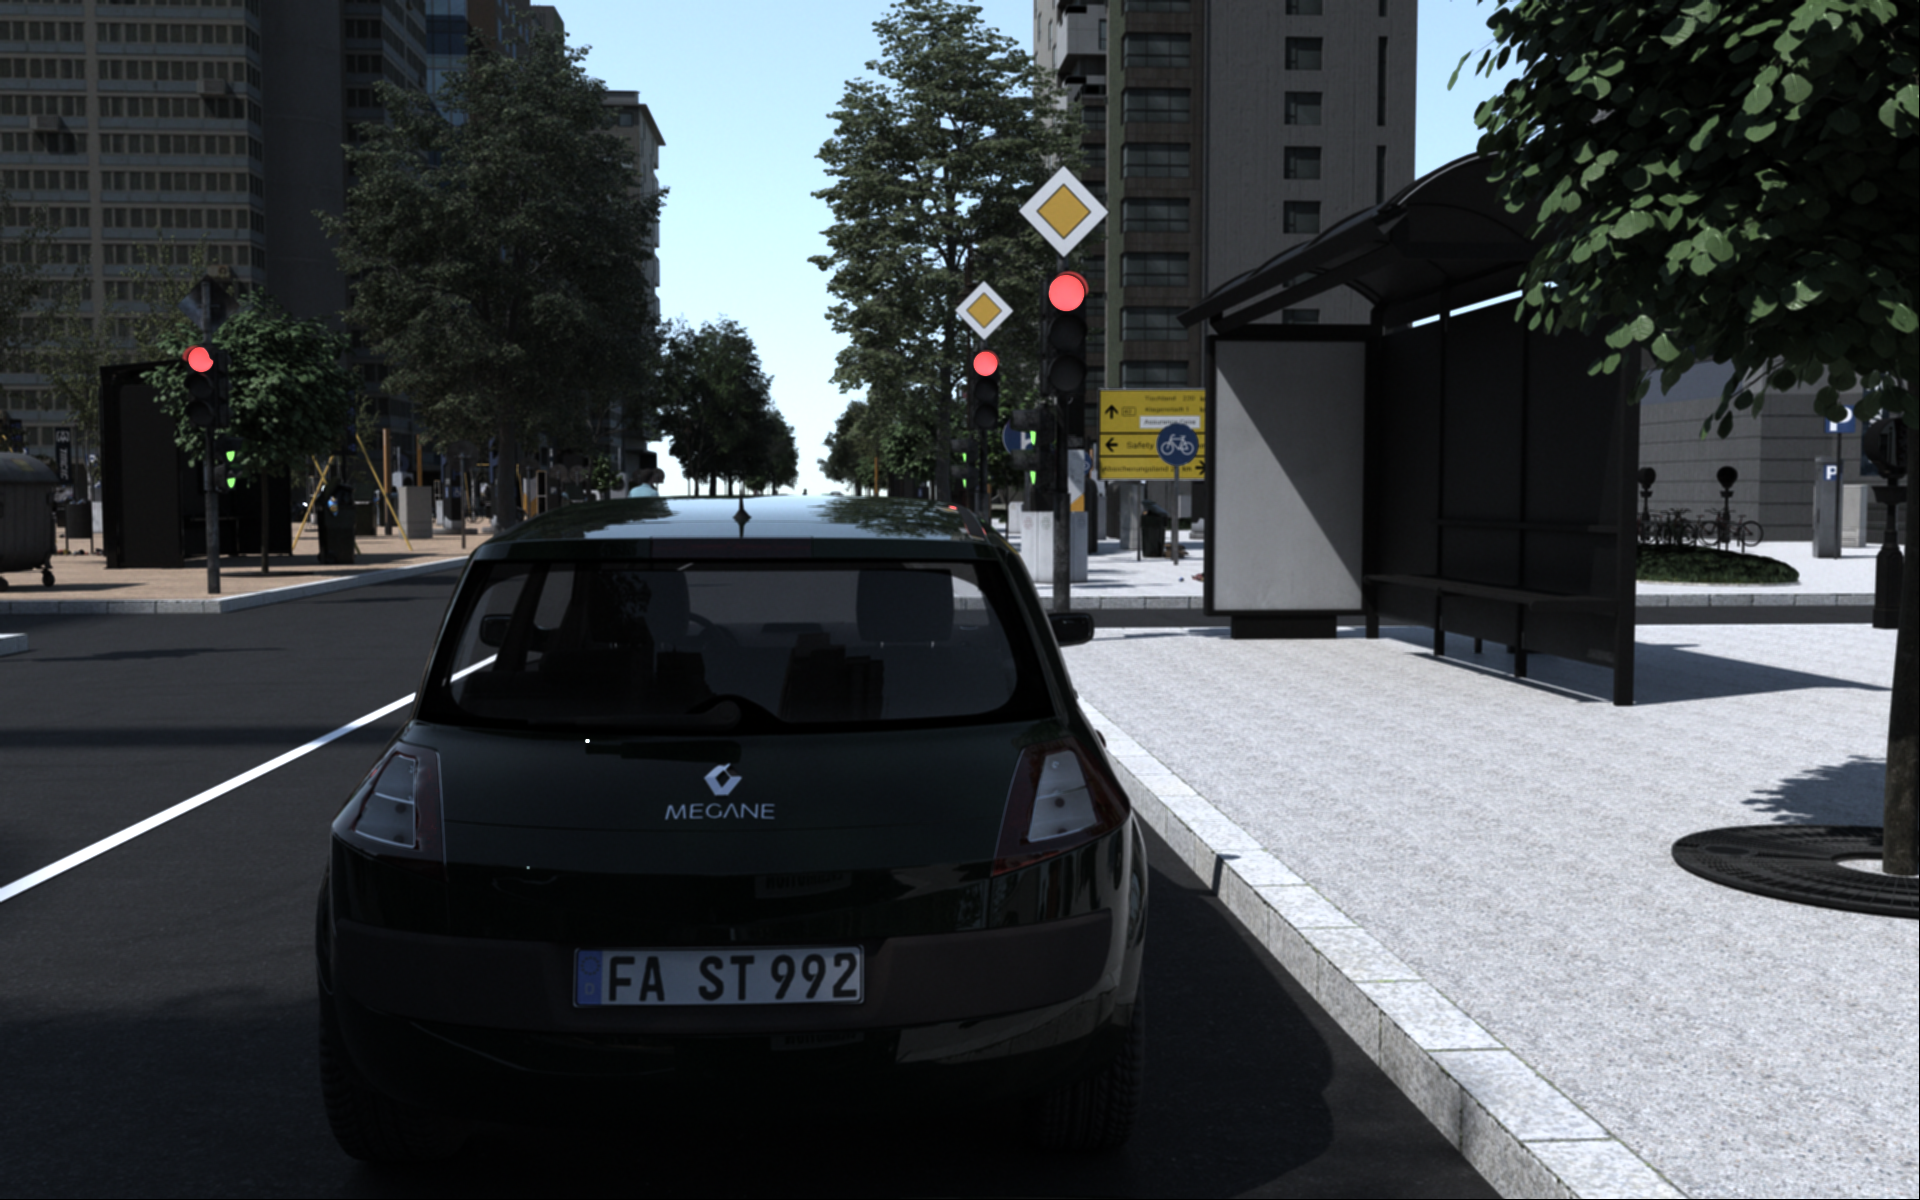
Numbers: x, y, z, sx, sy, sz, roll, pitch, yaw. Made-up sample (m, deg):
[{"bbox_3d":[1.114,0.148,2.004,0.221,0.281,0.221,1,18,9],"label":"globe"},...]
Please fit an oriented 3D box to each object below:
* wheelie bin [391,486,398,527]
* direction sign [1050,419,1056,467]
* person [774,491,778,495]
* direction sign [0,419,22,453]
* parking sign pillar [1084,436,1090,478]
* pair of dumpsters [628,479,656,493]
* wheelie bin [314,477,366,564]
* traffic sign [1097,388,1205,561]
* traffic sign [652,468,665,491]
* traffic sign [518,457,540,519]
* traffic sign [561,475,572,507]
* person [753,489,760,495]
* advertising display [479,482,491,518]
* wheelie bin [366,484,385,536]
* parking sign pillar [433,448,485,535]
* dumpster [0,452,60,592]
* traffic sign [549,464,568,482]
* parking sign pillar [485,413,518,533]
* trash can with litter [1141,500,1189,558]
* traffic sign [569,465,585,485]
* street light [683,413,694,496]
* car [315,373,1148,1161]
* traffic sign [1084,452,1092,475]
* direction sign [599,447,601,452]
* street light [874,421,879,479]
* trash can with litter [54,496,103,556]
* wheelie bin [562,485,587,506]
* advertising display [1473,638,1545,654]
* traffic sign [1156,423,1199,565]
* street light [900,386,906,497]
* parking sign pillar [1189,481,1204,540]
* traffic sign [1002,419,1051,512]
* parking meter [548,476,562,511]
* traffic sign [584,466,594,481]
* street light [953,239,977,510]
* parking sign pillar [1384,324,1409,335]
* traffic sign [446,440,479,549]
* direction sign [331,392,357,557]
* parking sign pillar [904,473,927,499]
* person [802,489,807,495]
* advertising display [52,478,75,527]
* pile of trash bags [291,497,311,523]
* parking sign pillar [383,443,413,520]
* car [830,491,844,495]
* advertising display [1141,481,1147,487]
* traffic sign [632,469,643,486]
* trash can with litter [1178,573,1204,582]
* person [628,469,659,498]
[{"bbox_3d":[-22.582,-3.706,68.493,0.980,1.594,0.693,0,4,1],"label":"wheelie bin"},{"bbox_3d":[2.418,-3.528,49.684,0.876,3.537,0.379,-3,5,-41],"label":"direction sign"},{"bbox_3d":[-19.562,-10.787,184.956,0.705,1.814,1.350,2,4,27],"label":"person"},{"bbox_3d":[-28.727,-3.685,52.241,0.379,3.537,0.876,3,5,42],"label":"direction sign"},{"bbox_3d":[5.918,-5.659,80.995,1.447,3.967,1.447,-1,4,-16],"label":"parking sign pillar"},{"bbox_3d":[-17.088,-5.488,92.226,1.574,2.255,4.437,0,4,-4],"label":"pair of dumpsters"},{"bbox_3d":[-11.467,-1.466,31.869,0.693,1.594,0.980,-2,4,-32],"label":"wheelie bin"},{"bbox_3d":[3.767,-2.406,33.216,2.265,3.308,0.079,0,4,3],"label":"traffic sign"},{"bbox_3d":[-14.749,-5.151,84.331,0.768,2.556,0.104,0,4,3],"label":"traffic sign"},{"bbox_3d":[-14.743,-3.617,59.237,0.768,2.556,0.104,0,4,-1],"label":"traffic sign"},{"bbox_3d":[-18.636,-4.962,81.134,0.884,2.594,0.081,0,4,4],"label":"traffic sign"},{"bbox_3d":[-11.733,-5.538,99.714,0.551,1.740,0.621,2,4,25],"label":"person"},{"bbox_3d":[-25.162,-5.341,92.534,0.974,1.923,0.123,0,4,-6],"label":"advertising display"},{"bbox_3d":[-18.234,-2.759,53.023,0.980,1.594,0.693,0,4,-2],"label":"wheelie bin"},{"bbox_3d":[-15.989,-4.045,54.615,1.447,3.967,1.447,-2,4,-28],"label":"parking sign pillar"},{"bbox_3d":[-13.069,-1.065,23.180,1.264,1.857,1.865,0,4,-4],"label":"dumpster"},{"bbox_3d":[-16.861,-4.444,72.765,0.768,2.556,0.104,0,4,-1],"label":"traffic sign"},{"bbox_3d":[-15.059,-4.199,57.120,1.447,3.967,1.447,-3,4,-37],"label":"parking sign pillar"},{"bbox_3d":[4.127,-1.439,34.912,1.055,1.170,0.624,3,5,39],"label":"trash can with litter"},{"bbox_3d":[-16.864,-4.665,76.381,0.768,2.556,0.104,0,4,1],"label":"traffic sign"},{"bbox_3d":[-15.490,-7.716,98.942,0.468,5.910,1.993,0,4,-4],"label":"street light"},{"bbox_3d":[-0.534,0.283,5.153,2.009,1.686,4.222,0,4,-3],"label":"car"},{"bbox_3d":[3.449,-3.069,50.286,0.768,2.556,0.104,0,4,2],"label":"traffic sign"},{"bbox_3d":[-17.295,-5.581,83.242,0.379,3.537,0.876,0,4,-7],"label":"direction sign"},{"bbox_3d":[-5.241,-8.214,107.091,0.468,5.910,1.993,0,4,-4],"label":"street light"},{"bbox_3d":[-18.169,-1.553,36.441,2.233,1.210,1.678,0,4,-6],"label":"trash can with litter"},{"bbox_3d":[-14.074,-3.369,62.998,0.980,1.594,0.693,-3,4,-37],"label":"wheelie bin"},{"bbox_3d":[4.608,-0.532,13.916,0.974,1.923,0.123,0,4,3],"label":"advertising display"},{"bbox_3d":[3.905,-1.903,31.227,0.768,2.556,0.104,0,4,-2],"label":"traffic sign"},{"bbox_3d":[-2.166,-5.604,64.416,0.468,5.910,1.993,0,4,-4],"label":"street light"},{"bbox_3d":[7.266,-3.721,49.306,1.447,3.967,1.447,3,4,36],"label":"parking sign pillar"},{"bbox_3d":[1.040,-1.635,26.835,0.768,2.556,0.104,0,4,1],"label":"traffic sign"},{"bbox_3d":[-13.280,-3.125,56.806,0.399,1.863,0.255,0,4,2],"label":"parking meter"},{"bbox_3d":[-16.490,-4.717,77.235,0.768,2.556,0.104,0,4,-1],"label":"traffic sign"},{"bbox_3d":[0.157,-3.597,31.593,0.468,5.910,1.993,0,4,-4],"label":"street light"},{"bbox_3d":[6.572,-2.228,24.902,1.447,3.967,1.447,3,5,42],"label":"parking sign pillar"},{"bbox_3d":[-11.665,-2.479,40.636,0.768,2.556,0.104,0,4,-1],"label":"traffic sign"},{"bbox_3d":[-12.499,-2.640,35.163,0.379,3.537,0.876,1,4,12],"label":"direction sign"},{"bbox_3d":[-1.832,-5.094,71.754,1.447,3.967,1.447,2,4,26],"label":"parking sign pillar"},{"bbox_3d":[-11.426,-7.317,128.118,0.705,1.826,1.348,-3,5,-41],"label":"person"},{"bbox_3d":[-34.723,-3.774,66.917,0.123,1.923,0.974,3,4,36],"label":"advertising display"},{"bbox_3d":[-31.160,-4.245,79.153,3.447,1.369,1.912,1,4,22],"label":"pile of trash bags"},{"bbox_3d":[-26.796,-5.759,82.627,1.447,3.967,1.447,-1,4,-20],"label":"parking sign pillar"},{"bbox_3d":[-17.815,-14.659,248.343,2.281,1.827,5.304,0,4,-5],"label":"car"},{"bbox_3d":[7.018,-3.921,69.321,0.974,1.923,0.123,2,4,24],"label":"advertising display"},{"bbox_3d":[-16.271,-5.372,87.942,0.768,2.556,0.104,0,4,1],"label":"traffic sign"},{"bbox_3d":[4.026,-0.890,25.614,1.678,1.210,2.233,0,4,-7],"label":"trash can with litter"},{"bbox_3d":[-4.913,-1.106,26.597,0.660,1.820,0.620,1,4,22],"label":"person"}]
